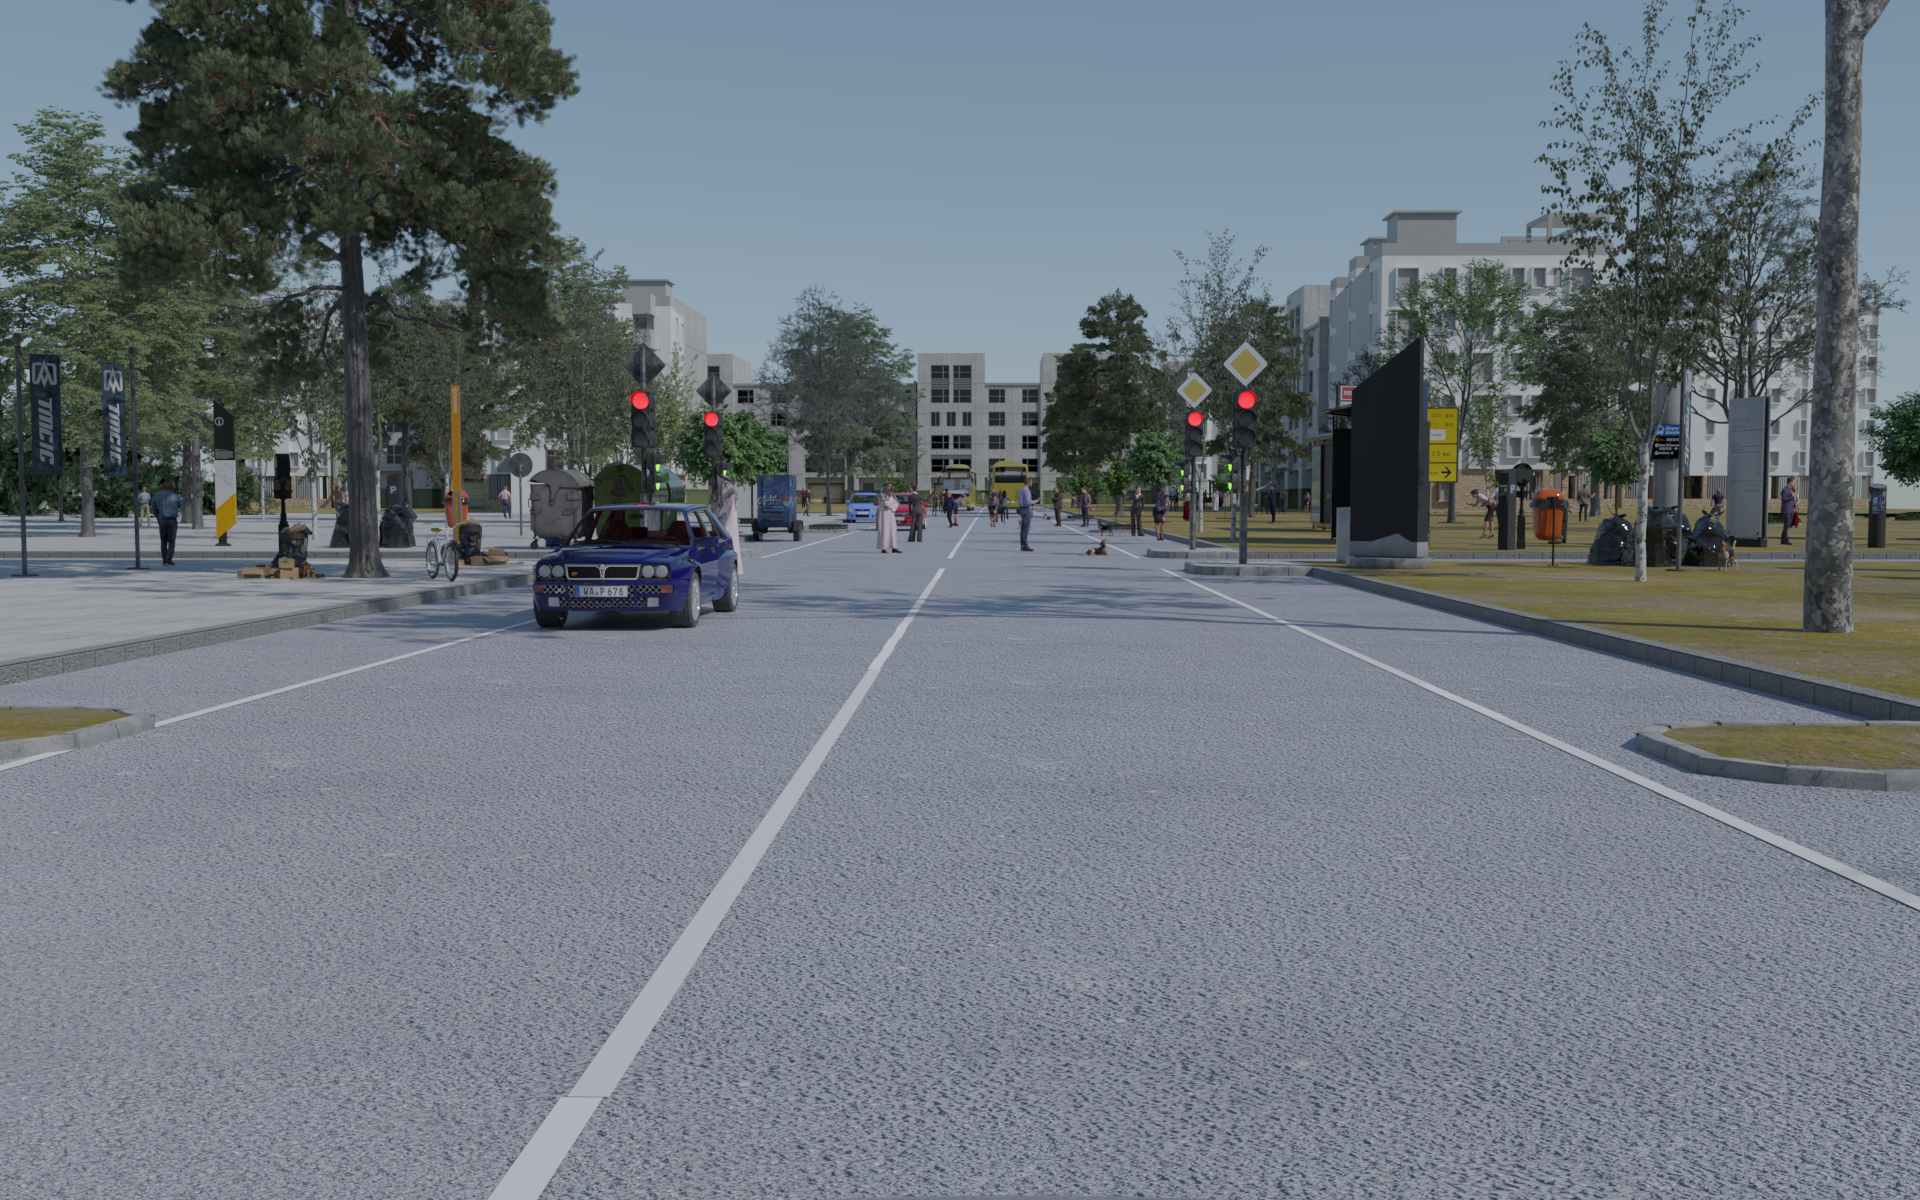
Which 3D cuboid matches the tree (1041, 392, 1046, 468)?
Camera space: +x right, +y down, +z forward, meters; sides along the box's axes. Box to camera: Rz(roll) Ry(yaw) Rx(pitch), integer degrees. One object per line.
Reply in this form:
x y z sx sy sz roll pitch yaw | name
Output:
10.613 -14.814 149.631 7.806 13.903 7.818 0 3 0 | tree

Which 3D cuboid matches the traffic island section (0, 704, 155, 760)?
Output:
-5.918 0.780 10.113 1.991 0.108 1.994 0 4 1 | traffic island section

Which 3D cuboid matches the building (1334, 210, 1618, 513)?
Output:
35.571 -16.196 121.222 16.016 20.091 11.380 0 4 1 | building

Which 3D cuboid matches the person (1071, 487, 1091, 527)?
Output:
5.262 -4.048 75.208 0.750 1.759 0.617 -1 4 -20 | person

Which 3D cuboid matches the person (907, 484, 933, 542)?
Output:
-1.194 -2.598 51.787 0.742 1.727 0.445 -1 4 -17 | person

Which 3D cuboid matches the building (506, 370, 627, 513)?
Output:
-29.473 -11.543 130.868 9.099 9.664 28.070 0 4 1 | building

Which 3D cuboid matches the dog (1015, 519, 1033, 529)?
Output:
2.625 -3.086 70.641 0.748 0.427 0.550 3 4 37 | dog

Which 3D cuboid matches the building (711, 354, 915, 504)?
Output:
-21.138 -22.039 226.793 31.486 18.905 16.747 0 4 1 | building

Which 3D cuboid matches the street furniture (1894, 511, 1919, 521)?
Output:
49.600 -3.997 80.977 10.072 0.657 5.734 3 5 40 | street furniture

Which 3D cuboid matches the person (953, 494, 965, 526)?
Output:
-0.084 -4.012 77.330 0.697 1.427 0.421 -2 4 -35 | person

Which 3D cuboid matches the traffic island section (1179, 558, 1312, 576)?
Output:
5.209 -0.579 31.750 2.009 0.180 2.903 0 4 1 | traffic island section

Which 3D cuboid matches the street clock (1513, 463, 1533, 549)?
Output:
13.083 -2.188 40.343 0.471 2.002 0.358 1 4 13 | street clock

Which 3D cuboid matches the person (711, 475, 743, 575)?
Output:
-3.793 -1.145 27.887 0.621 1.740 0.551 -2 4 -24 | person

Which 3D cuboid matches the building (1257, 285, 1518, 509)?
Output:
37.542 -17.641 154.882 16.747 18.905 31.486 0 4 1 | building

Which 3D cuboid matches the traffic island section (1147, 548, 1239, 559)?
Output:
5.360 -1.067 39.734 2.009 0.180 2.903 0 4 1 | traffic island section

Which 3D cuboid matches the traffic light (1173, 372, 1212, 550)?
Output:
5.320 -3.081 39.622 0.839 4.213 0.868 0 4 1 | traffic light

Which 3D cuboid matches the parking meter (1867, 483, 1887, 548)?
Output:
21.854 -2.009 41.260 0.372 1.533 0.369 0 3 0 | parking meter

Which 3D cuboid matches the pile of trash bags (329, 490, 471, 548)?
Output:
-13.511 -1.962 41.835 3.447 1.369 1.912 0 4 4 | pile of trash bags

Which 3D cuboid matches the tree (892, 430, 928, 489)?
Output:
-5.723 -14.749 191.512 4.360 8.622 3.978 0 3 0 | tree

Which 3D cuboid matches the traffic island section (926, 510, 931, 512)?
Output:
-3.422 -7.270 141.729 1.991 0.108 1.994 0 4 1 | traffic island section

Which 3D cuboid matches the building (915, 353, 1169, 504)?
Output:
10.575 -21.958 225.462 31.486 18.905 16.747 0 4 1 | building

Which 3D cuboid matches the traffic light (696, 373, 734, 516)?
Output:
-5.639 -3.093 39.813 0.839 4.213 0.868 0 4 1 | traffic light

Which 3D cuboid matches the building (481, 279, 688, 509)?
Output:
-32.180 -17.981 150.415 16.016 20.091 11.380 0 4 1 | building

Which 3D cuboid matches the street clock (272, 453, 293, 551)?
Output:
-12.060 -1.608 30.865 0.358 2.002 0.471 -2 4 -28 | street clock

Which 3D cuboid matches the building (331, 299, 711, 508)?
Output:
-41.213 -18.294 165.563 31.486 18.905 16.747 0 4 1 | building

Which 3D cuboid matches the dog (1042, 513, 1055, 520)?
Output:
4.900 -4.622 95.767 0.748 0.427 0.550 1 4 16 | dog

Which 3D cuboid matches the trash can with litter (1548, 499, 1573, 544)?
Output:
15.420 -2.029 44.561 0.624 1.170 1.055 1 4 21 | trash can with litter

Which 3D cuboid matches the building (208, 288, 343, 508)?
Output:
-62.735 -18.905 165.511 11.380 20.091 16.016 0 4 1 | building

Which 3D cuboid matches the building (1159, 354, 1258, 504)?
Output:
32.019 -22.544 225.010 11.380 20.091 16.016 0 4 1 | building

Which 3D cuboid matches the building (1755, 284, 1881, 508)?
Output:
76.497 -18.709 162.319 11.380 20.091 16.016 0 4 1 | building

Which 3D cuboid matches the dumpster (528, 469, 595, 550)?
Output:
-9.311 -2.127 40.539 1.264 1.857 1.865 0 4 1 | dumpster

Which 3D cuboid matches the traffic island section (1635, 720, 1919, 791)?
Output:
4.784 0.828 9.334 1.991 0.108 1.994 0 4 1 | traffic island section

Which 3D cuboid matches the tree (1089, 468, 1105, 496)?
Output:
10.091 -8.226 129.096 1.663 3.219 1.824 0 3 0 | tree

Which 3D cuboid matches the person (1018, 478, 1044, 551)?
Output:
1.778 -2.148 43.495 0.599 1.838 0.709 -1 4 -19 | person

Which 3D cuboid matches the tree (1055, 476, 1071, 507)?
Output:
10.147 -11.008 174.588 1.663 3.219 1.824 0 3 0 | tree

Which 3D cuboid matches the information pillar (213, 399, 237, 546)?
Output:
-18.075 -3.132 42.567 0.504 3.616 0.183 0 4 -4 | information pillar

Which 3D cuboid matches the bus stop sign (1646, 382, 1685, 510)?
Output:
16.805 -3.189 41.154 0.837 3.901 0.837 1 4 12 | bus stop sign

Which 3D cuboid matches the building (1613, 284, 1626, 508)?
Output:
53.340 -18.706 162.260 11.380 20.091 16.016 0 4 1 | building

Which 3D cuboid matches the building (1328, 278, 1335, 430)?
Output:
36.752 -16.918 133.035 16.016 20.091 11.380 0 4 1 | building

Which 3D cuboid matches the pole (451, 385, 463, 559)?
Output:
-9.476 -2.371 32.605 0.158 3.312 0.155 0 3 0 | pole

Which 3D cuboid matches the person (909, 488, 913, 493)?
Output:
-2.328 -4.528 83.220 0.600 1.739 0.565 -3 5 -41 | person

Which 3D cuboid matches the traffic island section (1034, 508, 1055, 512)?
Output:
7.295 -7.305 142.301 1.991 0.108 1.994 0 4 1 | traffic island section

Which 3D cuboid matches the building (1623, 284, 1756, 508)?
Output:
65.126 -18.744 162.890 11.380 20.091 16.016 0 4 1 | building

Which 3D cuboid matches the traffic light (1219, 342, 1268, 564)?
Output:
5.169 -2.593 31.638 0.839 4.213 0.868 0 4 1 | traffic light

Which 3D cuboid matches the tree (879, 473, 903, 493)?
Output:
-6.129 -9.134 143.946 1.663 3.219 1.824 0 3 0 | tree

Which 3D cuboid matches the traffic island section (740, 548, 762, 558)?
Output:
-5.679 -1.080 39.947 2.009 0.180 2.903 0 4 1 | traffic island section

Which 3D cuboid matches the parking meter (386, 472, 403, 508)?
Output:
-15.093 -2.480 46.265 0.399 1.863 0.255 0 4 5 | parking meter

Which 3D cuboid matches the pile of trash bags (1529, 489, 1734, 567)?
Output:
11.952 -1.310 31.175 3.447 1.369 1.912 0 4 -4 | pile of trash bags

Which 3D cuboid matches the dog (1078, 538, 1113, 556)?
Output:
3.173 -1.239 40.452 0.748 0.427 0.550 1 4 23 | dog

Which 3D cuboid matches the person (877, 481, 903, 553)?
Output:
-1.742 -2.001 41.890 0.621 1.740 0.551 2 4 25 | person

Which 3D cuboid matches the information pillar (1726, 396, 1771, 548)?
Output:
19.222 -3.116 42.261 0.184 3.620 1.656 0 4 -4 | information pillar

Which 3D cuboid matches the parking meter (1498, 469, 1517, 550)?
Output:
12.538 -2.078 39.695 0.399 1.863 0.255 -3 5 -40 | parking meter

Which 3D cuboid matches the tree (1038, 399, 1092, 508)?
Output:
10.608 -14.601 160.782 6.751 12.117 7.091 0 3 0 | tree

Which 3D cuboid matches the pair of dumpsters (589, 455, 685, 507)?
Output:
-7.808 -2.417 42.006 1.574 2.255 4.436 0 4 1 | pair of dumpsters

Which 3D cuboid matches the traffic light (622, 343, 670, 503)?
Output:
-5.791 -2.605 31.829 0.839 4.213 0.868 0 4 1 | traffic light
